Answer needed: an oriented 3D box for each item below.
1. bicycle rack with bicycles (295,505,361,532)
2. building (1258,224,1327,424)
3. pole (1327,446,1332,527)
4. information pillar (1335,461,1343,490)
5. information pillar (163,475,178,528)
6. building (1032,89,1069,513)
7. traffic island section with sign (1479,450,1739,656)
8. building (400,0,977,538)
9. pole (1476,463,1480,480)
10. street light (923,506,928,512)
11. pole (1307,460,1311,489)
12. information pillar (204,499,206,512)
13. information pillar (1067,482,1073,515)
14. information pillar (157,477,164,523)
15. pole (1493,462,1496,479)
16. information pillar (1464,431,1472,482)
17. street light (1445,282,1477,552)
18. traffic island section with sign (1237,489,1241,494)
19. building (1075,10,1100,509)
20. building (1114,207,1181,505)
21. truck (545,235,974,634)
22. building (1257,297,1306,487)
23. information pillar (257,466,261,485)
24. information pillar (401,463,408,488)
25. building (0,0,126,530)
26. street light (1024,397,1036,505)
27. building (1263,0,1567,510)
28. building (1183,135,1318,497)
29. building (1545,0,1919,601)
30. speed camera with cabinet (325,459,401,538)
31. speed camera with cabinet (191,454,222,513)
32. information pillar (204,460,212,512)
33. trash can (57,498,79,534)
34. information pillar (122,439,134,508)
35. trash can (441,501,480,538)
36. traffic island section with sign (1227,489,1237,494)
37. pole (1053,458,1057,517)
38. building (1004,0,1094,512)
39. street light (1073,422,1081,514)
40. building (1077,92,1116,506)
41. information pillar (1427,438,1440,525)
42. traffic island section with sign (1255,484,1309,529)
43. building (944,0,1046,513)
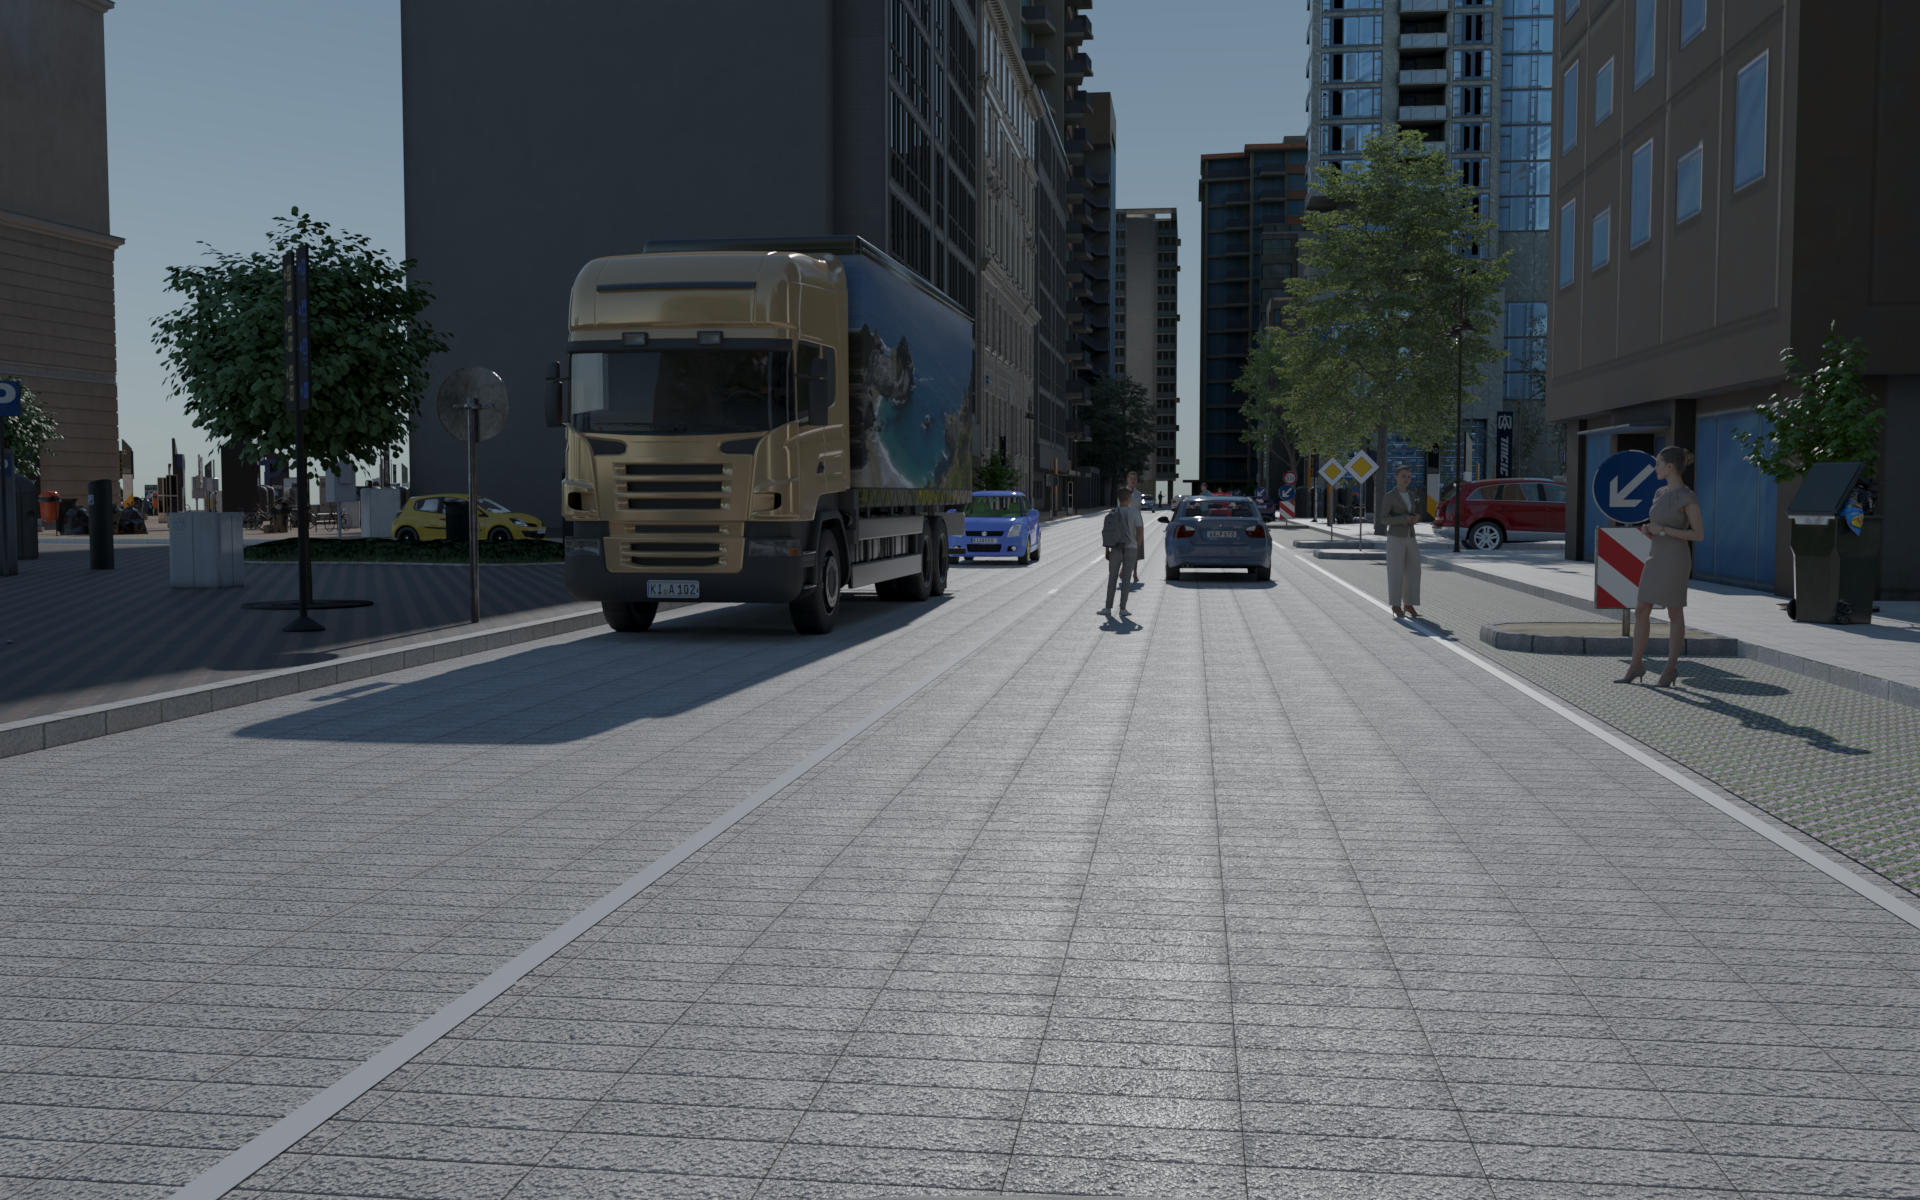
[{"bbox_3d":[-20.712,-2.824,59.553,2.852,0.926,2.925,0,4,5],"label":"bicycle rack with bicycles"},{"bbox_3d":[39.230,-25.371,186.509,14.160,30.474,14.107,0,4,8],"label":"building"},{"bbox_3d":[14.592,-4.552,68.266,0.158,3.312,0.155,0,3,0],"label":"pole"},{"bbox_3d":[25.327,-7.615,115.861,0.504,3.616,0.183,3,4,36],"label":"information pillar"},{"bbox_3d":[-29.984,-3.757,65.925,0.304,2.012,0.304,3,4,38],"label":"information pillar"},{"bbox_3d":[-1.073,-19.342,109.756,14.314,27.812,24.014,0,4,8],"label":"building"},{"bbox_3d":[5.998,-0.469,16.292,1.989,1.847,2.006,0,4,8],"label":"traffic island section with sign"},{"bbox_3d":[-7.661,-16.362,61.032,14.314,27.812,24.014,0,4,8],"label":"building"},{"bbox_3d":[34.383,-7.413,115.051,0.158,3.312,0.155,0,3,0],"label":"pole"},{"bbox_3d":[-0.978,-4.634,48.560,0.468,5.910,1.993,0,4,8],"label":"street light"},{"bbox_3d":[20.697,-6.657,102.681,0.158,3.312,0.155,0,3,0],"label":"pole"},{"bbox_3d":[-52.361,-7.083,120.299,0.304,2.012,0.304,-2,4,-30],"label":"information pillar"},{"bbox_3d":[6.589,-6.091,104.080,0.304,2.012,0.304,-1,4,-13],"label":"information pillar"},{"bbox_3d":[-34.901,-4.363,75.825,0.304,2.012,0.304,1,4,11],"label":"information pillar"},{"bbox_3d":[34.292,-7.170,111.079,0.158,3.312,0.155,0,3,0],"label":"pole"},{"bbox_3d":[18.942,-4.483,64.656,0.183,3.616,0.504,3,5,44],"label":"information pillar"},{"bbox_3d":[10.947,-3.988,37.990,0.468,5.910,1.993,0,4,8],"label":"street light"},{"bbox_3d":[16.941,-5.490,98.384,1.989,1.847,2.006,0,4,8],"label":"traffic island section with sign"},{"bbox_3d":[2.814,-44.321,162.892,20.563,71.187,20.611,0,4,8],"label":"building"},{"bbox_3d":[16.192,-32.456,222.538,23.993,40.220,32.217,0,4,8],"label":"building"},{"bbox_3d":[-1.912,-1.976,21.214,2.839,4.237,11.283,1,4,9],"label":"truck"},{"bbox_3d":[42.846,-19.548,164.650,27.650,21.520,28.899,0,4,8],"label":"building"},{"bbox_3d":[-36.459,-6.031,89.964,0.183,3.616,0.504,0,4,5],"label":"information pillar"},{"bbox_3d":[-41.391,-8.425,129.107,0.504,3.616,0.183,1,4,9],"label":"information pillar"},{"bbox_3d":[-42.367,-16.770,60.087,20.117,28.700,13.634,0,4,8],"label":"building"},{"bbox_3d":[3.265,-6.614,80.934,0.468,5.910,1.993,0,4,8],"label":"street light"},{"bbox_3d":[35.774,-50.200,133.448,22.319,86.520,31.000,0,4,8],"label":"building"},{"bbox_3d":[42.296,-34.233,214.326,28.867,44.769,22.147,0,4,8],"label":"building"},{"bbox_3d":[17.526,-22.945,25.263,14.600,45.320,14.200,0,4,8],"label":"building"},{"bbox_3d":[-17.300,-3.416,50.194,0.660,3.252,2.038,3,5,44],"label":"speed camera with cabinet"},{"bbox_3d":[-37.221,-5.633,86.428,2.038,3.252,0.660,-2,4,-30],"label":"speed camera with cabinet"},{"bbox_3d":[-51.539,-7.797,118.835,0.504,3.616,0.183,0,4,-2],"label":"information pillar"},{"bbox_3d":[-29.020,-2.728,56.257,0.748,1.137,0.748,0,3,0],"label":"trash can"},{"bbox_3d":[-35.314,-5.023,73.475,0.504,3.616,0.183,1,4,19],"label":"information pillar"},{"bbox_3d":[-10.045,-1.421,34.887,0.748,1.137,0.748,0,3,0],"label":"trash can"},{"bbox_3d":[27.107,-10.153,174.624,1.989,1.847,2.006,0,4,8],"label":"traffic island section with sign"},{"bbox_3d":[5.428,-6.400,98.482,0.158,3.312,0.155,0,3,0],"label":"pole"},{"bbox_3d":[-0.900,-29.579,138.233,22.147,44.769,28.867,0,4,8],"label":"building"},{"bbox_3d":[7.512,-8.506,111.856,0.468,5.910,1.993,0,4,8],"label":"street light"},{"bbox_3d":[9.667,-33.059,190.625,14.200,45.320,14.600,0,4,8],"label":"building"},{"bbox_3d":[19.505,-4.889,71.295,0.504,3.616,0.183,2,4,33],"label":"information pillar"},{"bbox_3d":[13.379,-3.855,71.664,1.989,1.847,2.006,0,4,8],"label":"traffic island section with sign"},{"bbox_3d":[-3.039,-17.609,85.162,12.463,27.353,25.104,0,4,8],"label":"building"}]
